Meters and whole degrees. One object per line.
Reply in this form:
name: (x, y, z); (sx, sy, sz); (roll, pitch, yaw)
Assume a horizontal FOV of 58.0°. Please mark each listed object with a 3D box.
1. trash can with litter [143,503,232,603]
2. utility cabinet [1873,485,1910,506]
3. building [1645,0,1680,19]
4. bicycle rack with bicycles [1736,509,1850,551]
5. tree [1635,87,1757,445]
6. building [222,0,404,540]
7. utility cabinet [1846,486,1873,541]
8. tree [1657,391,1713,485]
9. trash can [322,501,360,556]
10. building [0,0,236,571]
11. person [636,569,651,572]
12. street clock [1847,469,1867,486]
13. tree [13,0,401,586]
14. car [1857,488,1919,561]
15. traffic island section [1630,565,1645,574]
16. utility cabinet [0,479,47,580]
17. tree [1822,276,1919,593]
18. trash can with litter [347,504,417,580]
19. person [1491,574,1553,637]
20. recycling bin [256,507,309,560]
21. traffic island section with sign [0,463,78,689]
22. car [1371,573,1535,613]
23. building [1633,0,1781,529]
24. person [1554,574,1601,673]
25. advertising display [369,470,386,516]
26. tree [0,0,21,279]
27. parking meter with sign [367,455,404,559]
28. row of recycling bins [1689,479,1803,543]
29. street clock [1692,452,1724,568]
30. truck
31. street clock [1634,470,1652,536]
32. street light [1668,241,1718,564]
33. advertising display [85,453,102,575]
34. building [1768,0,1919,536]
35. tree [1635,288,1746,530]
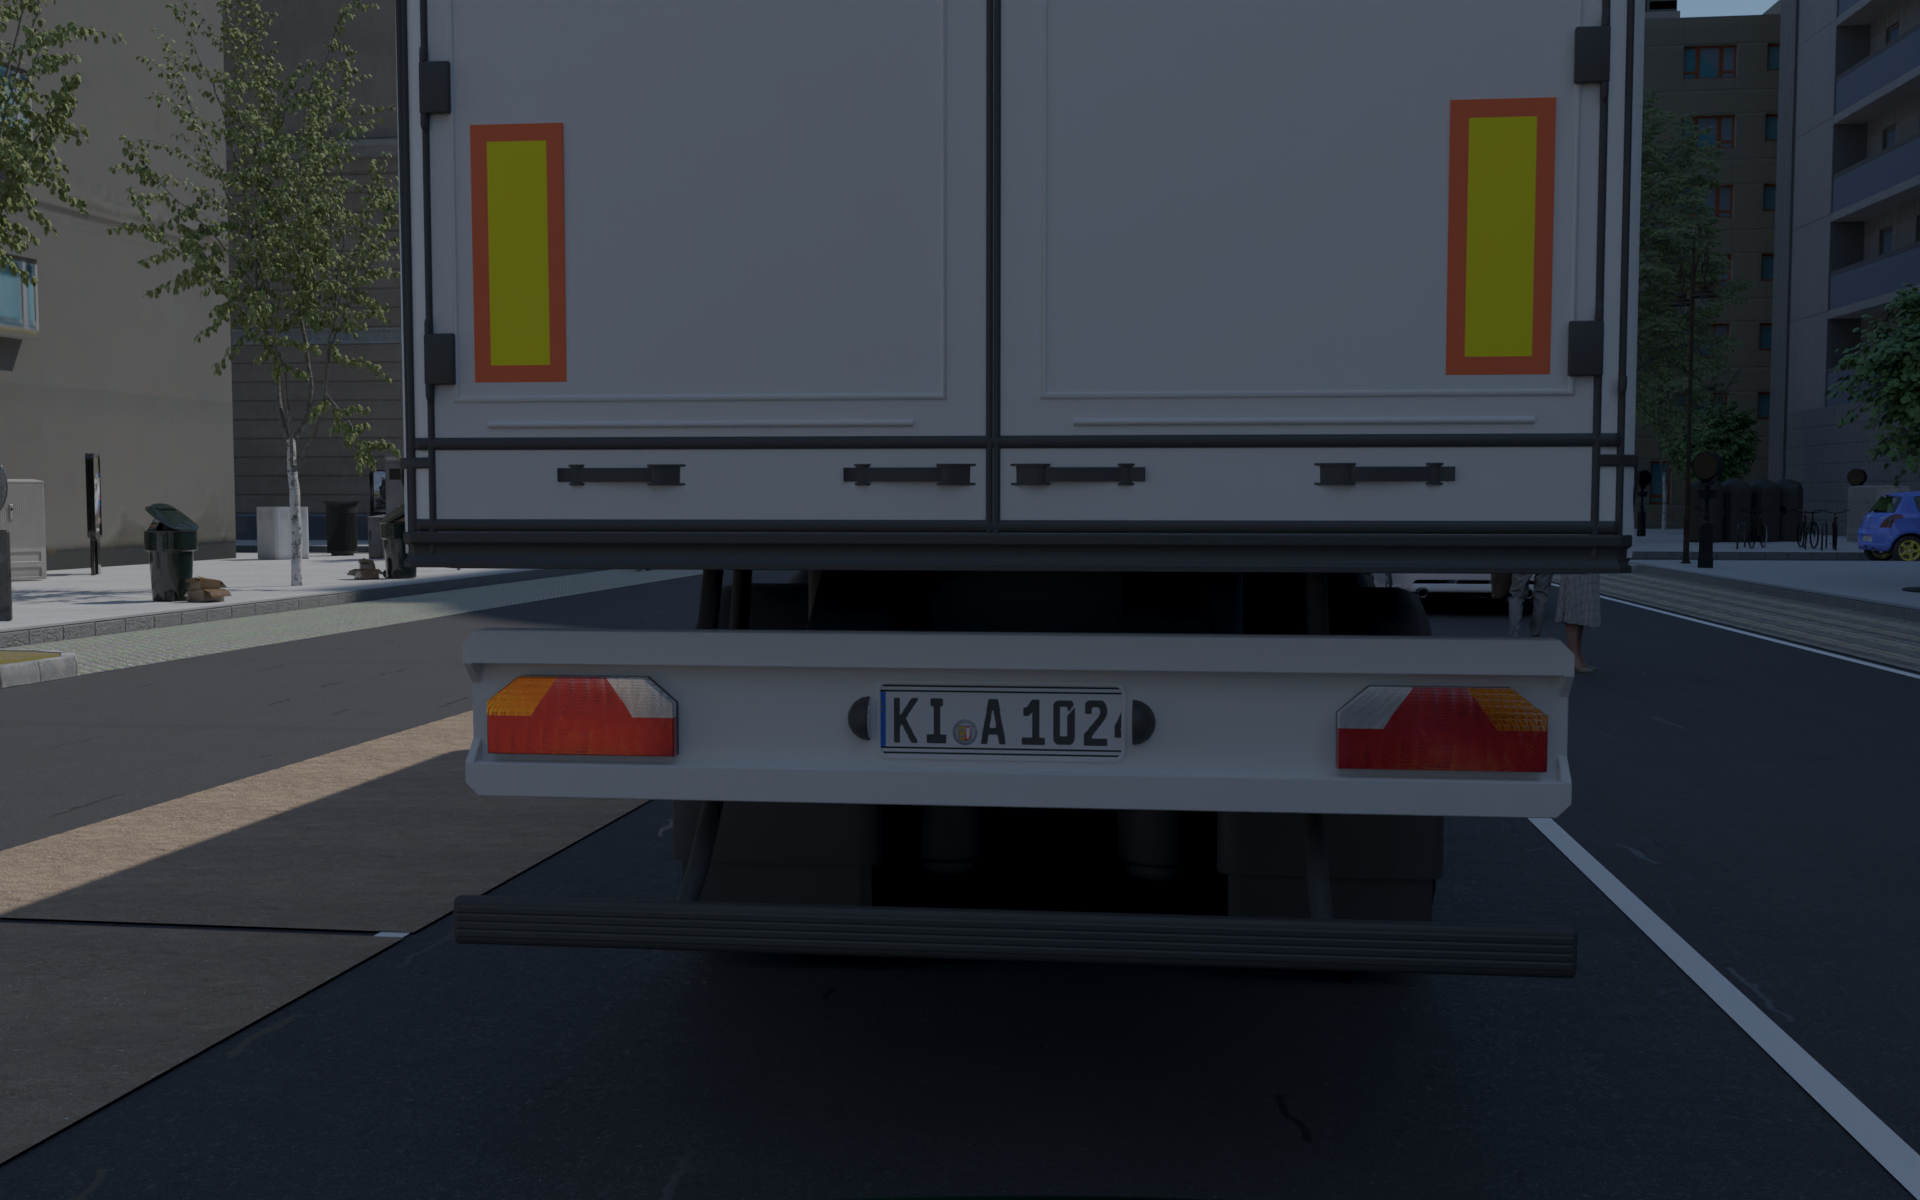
trash can with litter: (-9.221, -0.572, 20.743); (1.055, 1.170, 0.624); (1, 4, 19)
utility cabinet: (23.530, -2.142, 43.694); (0.318, 1.500, 1.173); (0, 4, 4)
building: (34.725, -20.446, 105.991); (14.160, 30.474, 14.107); (0, 4, 8)
bicycle rack with bicycles: (19.486, -1.670, 40.685); (2.852, 0.926, 2.925); (2, 4, 31)
tree: (16.962, -7.793, 45.535); (7.486, 12.596, 7.792); (0, 3, 0)
building: (-14.901, -16.558, 56.627); (13.634, 28.700, 20.117); (0, 4, 8)
utility cabinet: (24.113, -2.281, 45.970); (0.318, 1.500, 1.173); (-1, 4, -16)
tree: (23.940, -4.375, 55.244); (4.285, 4.588, 4.351); (0, 3, 0)
trash can: (-12.877, -1.494, 36.087); (0.748, 1.137, 0.748); (0, 3, 0)
building: (-26.314, -24.485, 24.035); (21.600, 48.544, 21.300); (0, 4, 8)
person: (-5.909, -1.410, 31.982); (0.576, 1.772, 0.534); (-1, 4, -11)
street clock: (25.698, -2.757, 49.655); (0.471, 2.002, 0.358); (3, 5, 44)
tree: (-9.265, -4.488, 23.749); (4.737, 8.622, 4.395); (0, 3, 0)
car: (20.531, -1.587, 35.534); (3.694, 1.707, 1.945); (0, 4, 7)
traffic island section: (11.464, -0.629, 32.572); (2.009, 0.180, 2.903); (0, 4, 8)
utility cabinet: (-14.008, -1.015, 25.278); (0.318, 1.500, 1.173); (2, 4, 34)
tree: (13.141, -2.381, 22.648); (4.285, 4.588, 4.351); (0, 3, 0)
trash can with litter: (-8.656, -0.902, 26.142); (1.055, 1.170, 0.624); (-3, 5, -40)
person: (5.073, -0.411, 15.347); (0.709, 1.813, 0.853); (1, 4, 20)
recycling bin: (-13.342, -1.319, 34.123); (0.722, 1.027, 0.722); (3, 4, 38)
traffic island section with sign: (-7.984, -0.282, 13.247); (1.989, 1.847, 2.006); (0, 4, 8)
car: (6.339, -0.609, 22.322); (2.083, 1.381, 4.827); (1, 4, 9)
building: (36.518, -14.144, 76.302); (27.650, 21.520, 28.899); (0, 4, 8)
person: (5.079, -0.298, 13.937); (0.524, 1.755, 0.480); (2, 4, 31)
advertising display: (-15.387, -2.515, 46.340); (0.123, 1.923, 0.974); (2, 4, 25)
tree: (-10.988, -4.169, 18.518); (4.737, 8.622, 4.395); (0, 3, 0)
parking meter with sign: (-10.867, -2.306, 33.958); (1.738, 3.016, 0.543); (2, 4, 25)
row of recycling bins: (21.125, -2.408, 46.480); (3.534, 1.692, 1.069); (-1, 4, -19)
street clock: (12.946, -1.557, 30.020); (0.358, 2.002, 0.471); (-3, 4, -38)
truck: (0.707, -1.219, 8.848); (2.839, 4.237, 11.283); (0, 4, 7)
street clock: (20.637, -2.926, 52.404); (0.471, 2.002, 0.358); (-1, 4, -16)
street light: (13.413, -3.611, 31.826); (0.468, 5.910, 1.993); (0, 4, 8)
advertising display: (-13.829, -1.373, 27.668); (0.123, 1.923, 0.974); (-1, 4, -21)
building: (40.543, -30.915, 47.452); (28.212, 58.520, 21.231); (0, 4, 8)
tree: (24.985, -6.763, 60.931); (4.360, 8.622, 3.978); (0, 3, 0)
